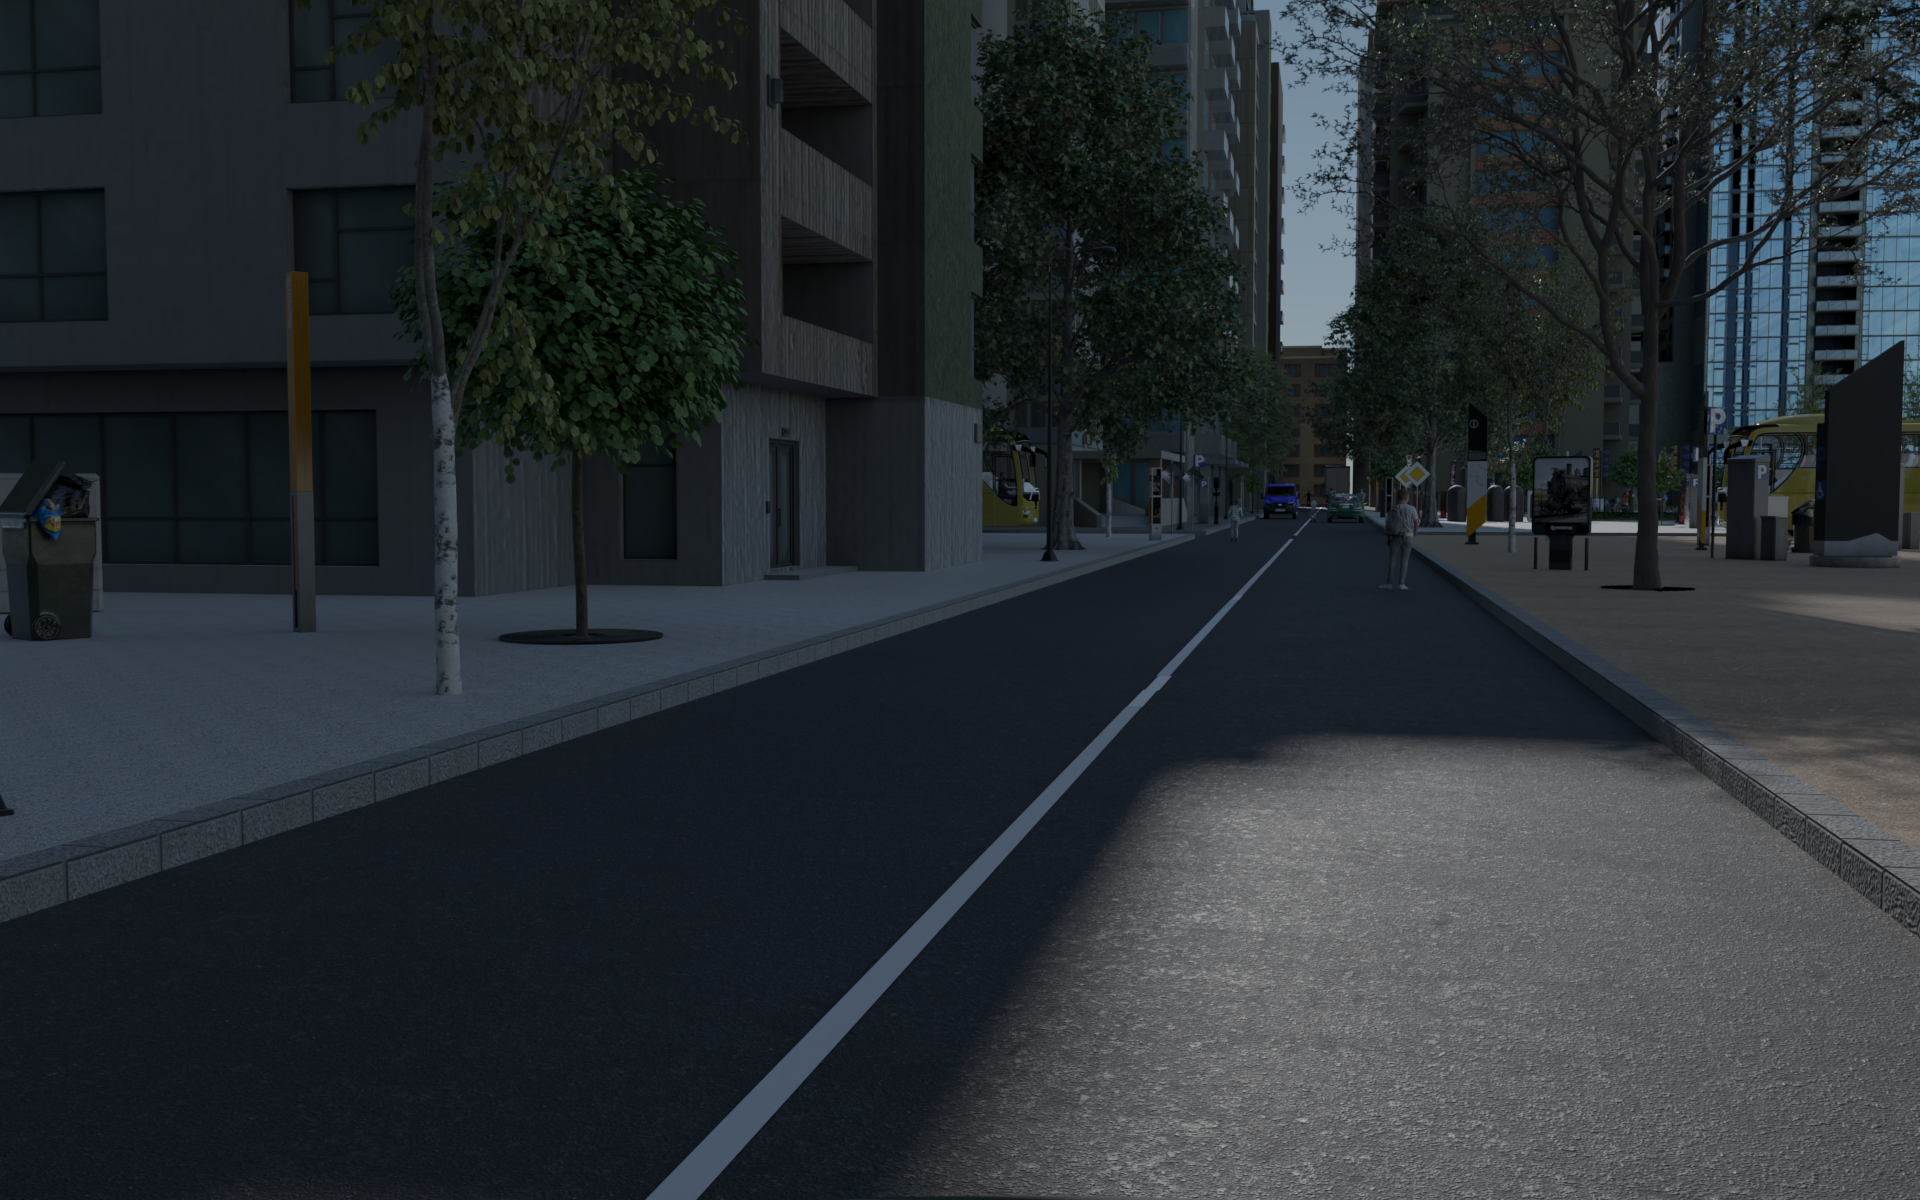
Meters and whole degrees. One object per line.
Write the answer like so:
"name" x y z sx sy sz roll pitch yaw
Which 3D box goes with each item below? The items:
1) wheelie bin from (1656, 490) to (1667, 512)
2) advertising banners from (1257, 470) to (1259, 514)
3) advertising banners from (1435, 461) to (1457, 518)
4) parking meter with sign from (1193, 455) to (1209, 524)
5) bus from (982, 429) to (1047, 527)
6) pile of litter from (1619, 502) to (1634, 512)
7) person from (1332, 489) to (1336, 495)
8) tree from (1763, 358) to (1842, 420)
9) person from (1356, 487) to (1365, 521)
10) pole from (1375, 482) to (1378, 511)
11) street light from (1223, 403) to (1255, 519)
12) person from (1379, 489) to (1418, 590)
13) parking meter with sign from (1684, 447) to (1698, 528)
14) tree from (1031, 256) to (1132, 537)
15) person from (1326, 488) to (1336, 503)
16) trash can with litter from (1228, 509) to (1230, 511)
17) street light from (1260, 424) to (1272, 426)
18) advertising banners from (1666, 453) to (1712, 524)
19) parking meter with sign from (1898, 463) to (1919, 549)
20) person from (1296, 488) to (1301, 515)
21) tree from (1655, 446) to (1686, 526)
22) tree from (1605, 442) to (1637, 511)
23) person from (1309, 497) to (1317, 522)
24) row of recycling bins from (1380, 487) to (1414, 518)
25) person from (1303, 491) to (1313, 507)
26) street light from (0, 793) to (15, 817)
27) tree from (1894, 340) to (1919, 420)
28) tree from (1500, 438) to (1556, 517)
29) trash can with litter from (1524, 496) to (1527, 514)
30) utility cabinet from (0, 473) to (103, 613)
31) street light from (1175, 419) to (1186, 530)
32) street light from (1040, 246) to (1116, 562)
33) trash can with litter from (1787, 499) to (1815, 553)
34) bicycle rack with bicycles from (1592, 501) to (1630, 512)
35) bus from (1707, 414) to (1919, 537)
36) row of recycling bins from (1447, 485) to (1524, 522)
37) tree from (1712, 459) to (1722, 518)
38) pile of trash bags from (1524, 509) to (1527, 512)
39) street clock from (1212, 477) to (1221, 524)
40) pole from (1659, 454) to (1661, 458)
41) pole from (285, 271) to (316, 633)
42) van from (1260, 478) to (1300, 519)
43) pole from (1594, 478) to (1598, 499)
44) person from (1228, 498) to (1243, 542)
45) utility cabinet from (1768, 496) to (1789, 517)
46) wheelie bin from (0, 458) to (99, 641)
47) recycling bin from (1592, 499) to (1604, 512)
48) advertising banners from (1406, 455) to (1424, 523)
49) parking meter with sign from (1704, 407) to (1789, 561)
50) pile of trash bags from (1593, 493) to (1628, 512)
"wheelie bin" 34.663 -4.780 86.059 0.980 1.594 0.693 3 4 36
"advertising banners" 19.360 -7.111 112.454 0.090 3.025 2.074 1 4 8
"advertising banners" 25.625 -5.846 91.775 0.090 3.025 2.074 -1 4 -22
"parking meter with sign" 10.597 -4.862 75.757 0.543 3.016 1.738 0 4 -1
"bus" -3.124 -4.214 60.442 12.252 3.916 2.896 1 4 13
"pile of litter" 34.927 -4.693 90.698 1.176 0.858 1.719 -2 4 -29
"person" 28.259 -7.463 130.765 0.600 1.795 0.529 0 4 -2
"tree" 46.083 -8.821 94.584 4.737 8.622 4.395 0 3 0
"person" 21.450 -5.146 92.811 0.511 1.800 0.466 3 4 36
"pole" 31.099 -8.279 129.206 0.158 3.312 0.155 0 3 0
"street light" 14.091 -7.056 87.900 1.470 5.913 1.316 1 4 12
"person" 6.575 -0.909 25.961 0.503 1.515 0.523 -1 4 -16
"parking meter with sign" 27.501 -4.193 64.819 0.543 3.016 1.738 1 4 11
"tree" 4.226 -6.188 51.542 4.737 8.622 4.395 0 3 0
"person" 21.331 -5.555 99.513 0.473 1.802 0.592 0 4 -3
"trash can with litter" 20.441 -7.587 135.101 1.678 1.210 2.233 -3 5 -40
"street light" 19.944 -8.688 114.589 1.470 5.913 1.316 1 4 12
"advertising banners" 30.826 -4.731 73.539 2.074 3.025 0.090 1 4 17
"parking meter with sign" 21.477 -2.680 40.078 1.738 3.016 0.543 -1 4 -22
"person" 22.824 -6.642 117.187 0.616 1.811 0.778 0 4 -7
"tree" 28.602 -4.624 70.199 1.663 3.219 1.824 0 3 0
"tree" 42.717 -7.719 109.921 4.285 4.588 4.351 0 3 0
"person" 17.903 -4.592 87.862 0.394 1.301 0.425 3 4 37
"row of recycling bins" 24.383 -5.406 95.497 3.534 1.692 1.069 -3 5 -40
"person" 39.889 -11.589 198.121 1.348 1.807 0.705 0 4 -1
"street light" -3.443 -2.084 6.618 1.470 5.913 1.316 1 4 12
"tree" 45.360 -8.070 82.314 4.737 8.622 4.395 0 3 0
"tree" 31.658 -6.897 96.483 4.285 4.588 4.351 0 3 0
"trash can with litter" 38.506 -6.305 114.146 1.678 1.210 2.233 0 4 2
"utility cabinet" -9.924 -0.611 18.671 1.173 1.500 0.318 -1 4 -19
"street light" 8.427 -5.457 61.770 1.470 5.913 1.316 1 4 12
"street light" 2.232 -3.682 32.746 1.470 5.913 1.316 1 4 12
"trash can with litter" 18.245 -1.621 37.883 0.624 1.170 1.055 -3 4 -36
"bicycle rack with bicycles" 32.323 -4.531 87.456 2.925 0.926 2.852 -3 4 -37
"bus" 29.581 -3.754 52.927 12.252 3.916 2.896 1 4 12
"row of recycling bins" 24.449 -4.488 80.497 3.534 1.692 1.069 0 4 -4
"tree" 41.365 -6.118 94.639 1.663 3.219 1.824 0 3 0
"pile of trash bags" 40.440 -6.842 121.627 1.912 1.369 3.447 1 4 19
"street clock" 10.877 -4.213 73.448 0.358 2.002 0.471 1 4 15
"pole" 35.354 -5.722 87.397 0.158 3.312 0.155 0 3 0
"pole" -6.100 -1.357 16.023 0.158 3.312 0.155 0 3 0
"van" 18.621 -5.881 100.530 2.240 2.365 5.245 1 4 11
"pole" 42.485 -7.453 115.697 0.158 3.312 0.155 0 3 0
"person" 8.234 -2.392 51.883 0.425 1.301 0.394 0 4 -6
"utility cabinet" 21.577 -2.136 46.080 1.020 1.237 0.306 -2 4 -30
"wheelie bin" -8.104 -0.459 15.419 0.980 1.594 0.693 3 5 40
"recycling bin" 33.865 -4.892 92.532 0.722 1.027 0.722 -3 4 -36
"advertising banners" 20.423 -4.964 77.357 0.090 3.025 2.074 3 5 44
"parking meter with sign" 15.442 -2.306 33.957 0.543 3.016 1.738 -1 4 -23
"pile of trash bags" 45.017 -6.730 119.781 1.912 1.369 3.447 -2 4 -24
